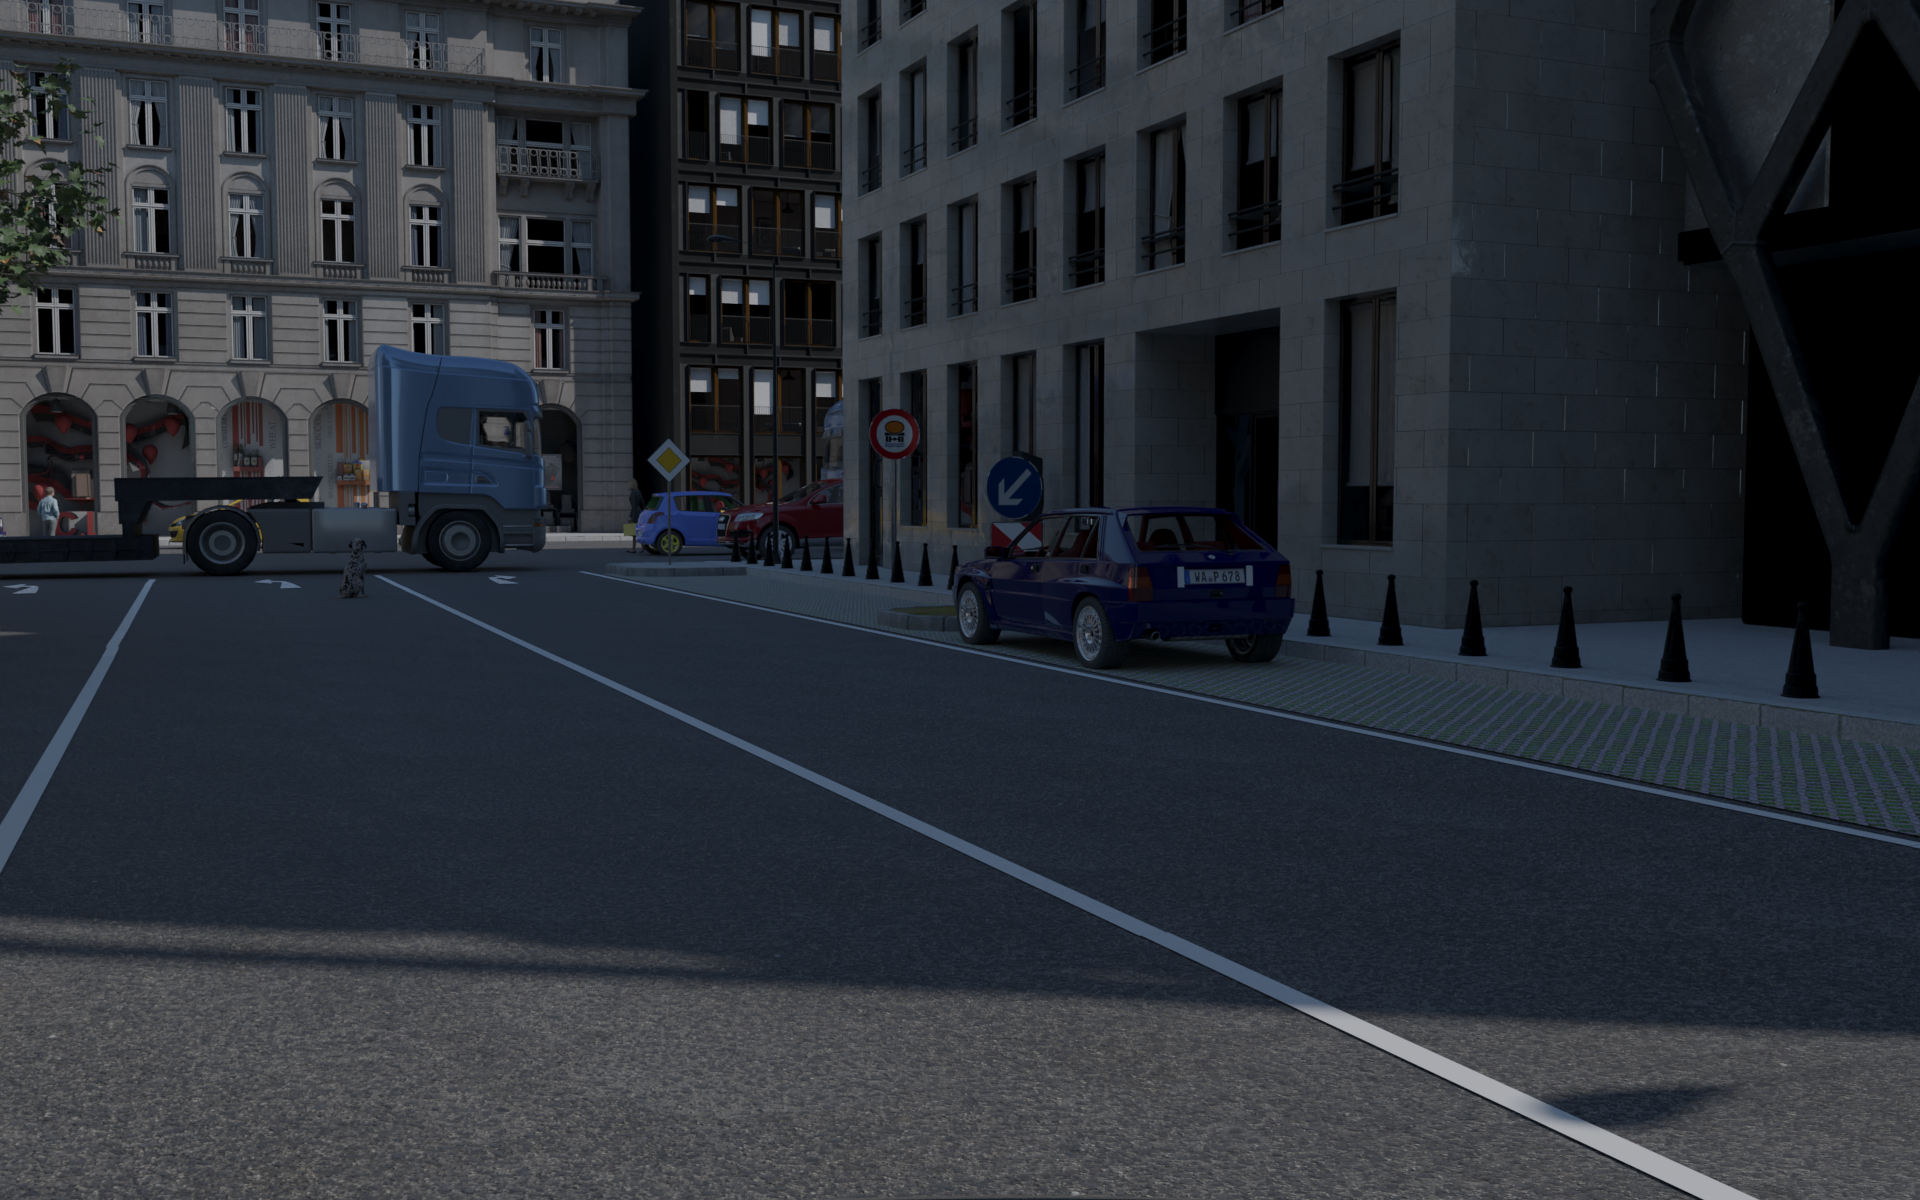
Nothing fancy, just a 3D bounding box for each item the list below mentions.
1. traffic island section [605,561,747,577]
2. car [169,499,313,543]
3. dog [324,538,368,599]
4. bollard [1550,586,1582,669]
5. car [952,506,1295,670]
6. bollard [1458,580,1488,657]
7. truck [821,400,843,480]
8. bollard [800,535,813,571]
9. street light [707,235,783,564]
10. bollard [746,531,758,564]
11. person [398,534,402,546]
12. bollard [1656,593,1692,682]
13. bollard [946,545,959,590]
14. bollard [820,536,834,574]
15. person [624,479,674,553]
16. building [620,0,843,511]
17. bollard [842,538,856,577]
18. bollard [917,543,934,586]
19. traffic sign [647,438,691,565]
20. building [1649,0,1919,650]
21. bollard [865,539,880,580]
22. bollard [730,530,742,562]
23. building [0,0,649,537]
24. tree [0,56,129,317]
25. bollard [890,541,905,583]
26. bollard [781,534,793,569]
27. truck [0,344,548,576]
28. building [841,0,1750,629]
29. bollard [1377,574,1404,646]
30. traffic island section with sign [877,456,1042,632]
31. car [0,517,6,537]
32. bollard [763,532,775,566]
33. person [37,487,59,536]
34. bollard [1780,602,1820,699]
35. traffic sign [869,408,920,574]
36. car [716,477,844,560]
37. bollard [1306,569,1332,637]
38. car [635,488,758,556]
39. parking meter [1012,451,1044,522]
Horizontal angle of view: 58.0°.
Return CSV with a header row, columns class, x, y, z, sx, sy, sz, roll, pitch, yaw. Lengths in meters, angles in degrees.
class,x,y,z,sx,sy,sz,roll,pitch,yaw
traffic island section,-5.215,-0.548,31.240,2.009,0.180,2.903,-2,4,-24
car,-18.885,-2.193,46.082,3.980,1.641,2.015,-1,4,-22
dog,-8.496,-0.433,23.923,0.513,0.831,0.800,3,5,42
bollard,4.494,0.197,12.823,0.229,0.601,0.229,0,3,0
car,1.317,-0.185,15.607,1.945,1.354,3.894,-1,4,-23
bollard,4.081,0.139,13.766,0.229,0.601,0.229,0,3,0
truck,4.675,-3.511,47.159,18.799,4.110,2.967,-2,4,-25
bollard,-2.565,-0.788,28.917,0.229,0.601,0.229,0,3,0
street light,-3.883,-3.603,31.453,1.470,5.913,1.316,-2,4,-24
bollard,-3.813,-0.962,31.764,0.229,0.601,0.229,0,3,0
person,-15.117,-2.365,47.651,0.515,1.767,0.782,-3,5,-40
bollard,4.907,0.254,11.883,0.229,0.601,0.229,0,3,0
bollard,-0.067,-0.439,23.226,0.229,0.601,0.229,0,3,0
bollard,-2.149,-0.730,27.975,0.229,0.601,0.229,0,3,0
person,-7.616,-2.051,42.250,0.699,1.804,1.509,3,5,44
building,-4.454,-14.339,64.116,15.834,23.373,12.332,-2,4,-24
bollard,-1.738,-0.672,27.026,0.229,0.601,0.229,0,3,0
bollard,-0.483,-0.498,24.181,0.229,0.601,0.229,0,3,0
traffic sign,-5.233,-1.683,31.154,0.795,2.450,0.064,-2,4,-24
building,15.781,-8.775,10.926,16.820,18.784,16.811,-2,4,-24
bollard,-1.318,-0.614,26.076,0.229,0.601,0.229,0,3,0
bollard,-4.229,-1.019,32.710,0.229,0.601,0.229,0,3,0
building,-23.649,-13.162,56.994,24.055,21.916,13.314,-2,4,-24
tree,-11.710,-5.718,12.957,9.611,12.733,9.660,0,3,0
bollard,-0.906,-0.556,25.130,0.229,0.601,0.229,0,3,0
bollard,-2.981,-0.846,29.867,0.229,0.601,0.229,0,3,0
truck,-16.093,-2.453,29.857,18.799,4.110,2.967,-1,4,-22
building,5.992,-10.447,25.565,10.420,20.320,16.860,-2,4,-24
bollard,3.662,0.081,14.716,0.229,0.601,0.229,0,3,0
traffic island section with sign,0.172,-0.629,18.920,1.989,1.847,2.006,-2,4,-24
car,-23.426,-1.580,38.410,3.894,1.354,1.945,-1,4,-22
bollard,-3.397,-0.904,30.825,0.229,0.601,0.229,0,3,0
person,-22.557,-1.995,42.924,0.589,1.601,0.330,1,4,19
bollard,5.318,0.312,10.942,0.229,0.601,0.229,0,3,0
traffic sign,-0.979,-1.565,25.688,0.768,2.556,0.104,-1,4,-15
car,-2.691,-1.783,37.825,5.304,1.827,2.281,-2,4,-24
bollard,3.247,0.024,15.655,0.229,0.601,0.229,0,3,0
car,-5.800,-1.925,41.061,3.694,1.707,1.945,-1,4,-23
parking meter,0.932,-1.104,23.756,0.399,1.863,0.255,-3,4,-37
